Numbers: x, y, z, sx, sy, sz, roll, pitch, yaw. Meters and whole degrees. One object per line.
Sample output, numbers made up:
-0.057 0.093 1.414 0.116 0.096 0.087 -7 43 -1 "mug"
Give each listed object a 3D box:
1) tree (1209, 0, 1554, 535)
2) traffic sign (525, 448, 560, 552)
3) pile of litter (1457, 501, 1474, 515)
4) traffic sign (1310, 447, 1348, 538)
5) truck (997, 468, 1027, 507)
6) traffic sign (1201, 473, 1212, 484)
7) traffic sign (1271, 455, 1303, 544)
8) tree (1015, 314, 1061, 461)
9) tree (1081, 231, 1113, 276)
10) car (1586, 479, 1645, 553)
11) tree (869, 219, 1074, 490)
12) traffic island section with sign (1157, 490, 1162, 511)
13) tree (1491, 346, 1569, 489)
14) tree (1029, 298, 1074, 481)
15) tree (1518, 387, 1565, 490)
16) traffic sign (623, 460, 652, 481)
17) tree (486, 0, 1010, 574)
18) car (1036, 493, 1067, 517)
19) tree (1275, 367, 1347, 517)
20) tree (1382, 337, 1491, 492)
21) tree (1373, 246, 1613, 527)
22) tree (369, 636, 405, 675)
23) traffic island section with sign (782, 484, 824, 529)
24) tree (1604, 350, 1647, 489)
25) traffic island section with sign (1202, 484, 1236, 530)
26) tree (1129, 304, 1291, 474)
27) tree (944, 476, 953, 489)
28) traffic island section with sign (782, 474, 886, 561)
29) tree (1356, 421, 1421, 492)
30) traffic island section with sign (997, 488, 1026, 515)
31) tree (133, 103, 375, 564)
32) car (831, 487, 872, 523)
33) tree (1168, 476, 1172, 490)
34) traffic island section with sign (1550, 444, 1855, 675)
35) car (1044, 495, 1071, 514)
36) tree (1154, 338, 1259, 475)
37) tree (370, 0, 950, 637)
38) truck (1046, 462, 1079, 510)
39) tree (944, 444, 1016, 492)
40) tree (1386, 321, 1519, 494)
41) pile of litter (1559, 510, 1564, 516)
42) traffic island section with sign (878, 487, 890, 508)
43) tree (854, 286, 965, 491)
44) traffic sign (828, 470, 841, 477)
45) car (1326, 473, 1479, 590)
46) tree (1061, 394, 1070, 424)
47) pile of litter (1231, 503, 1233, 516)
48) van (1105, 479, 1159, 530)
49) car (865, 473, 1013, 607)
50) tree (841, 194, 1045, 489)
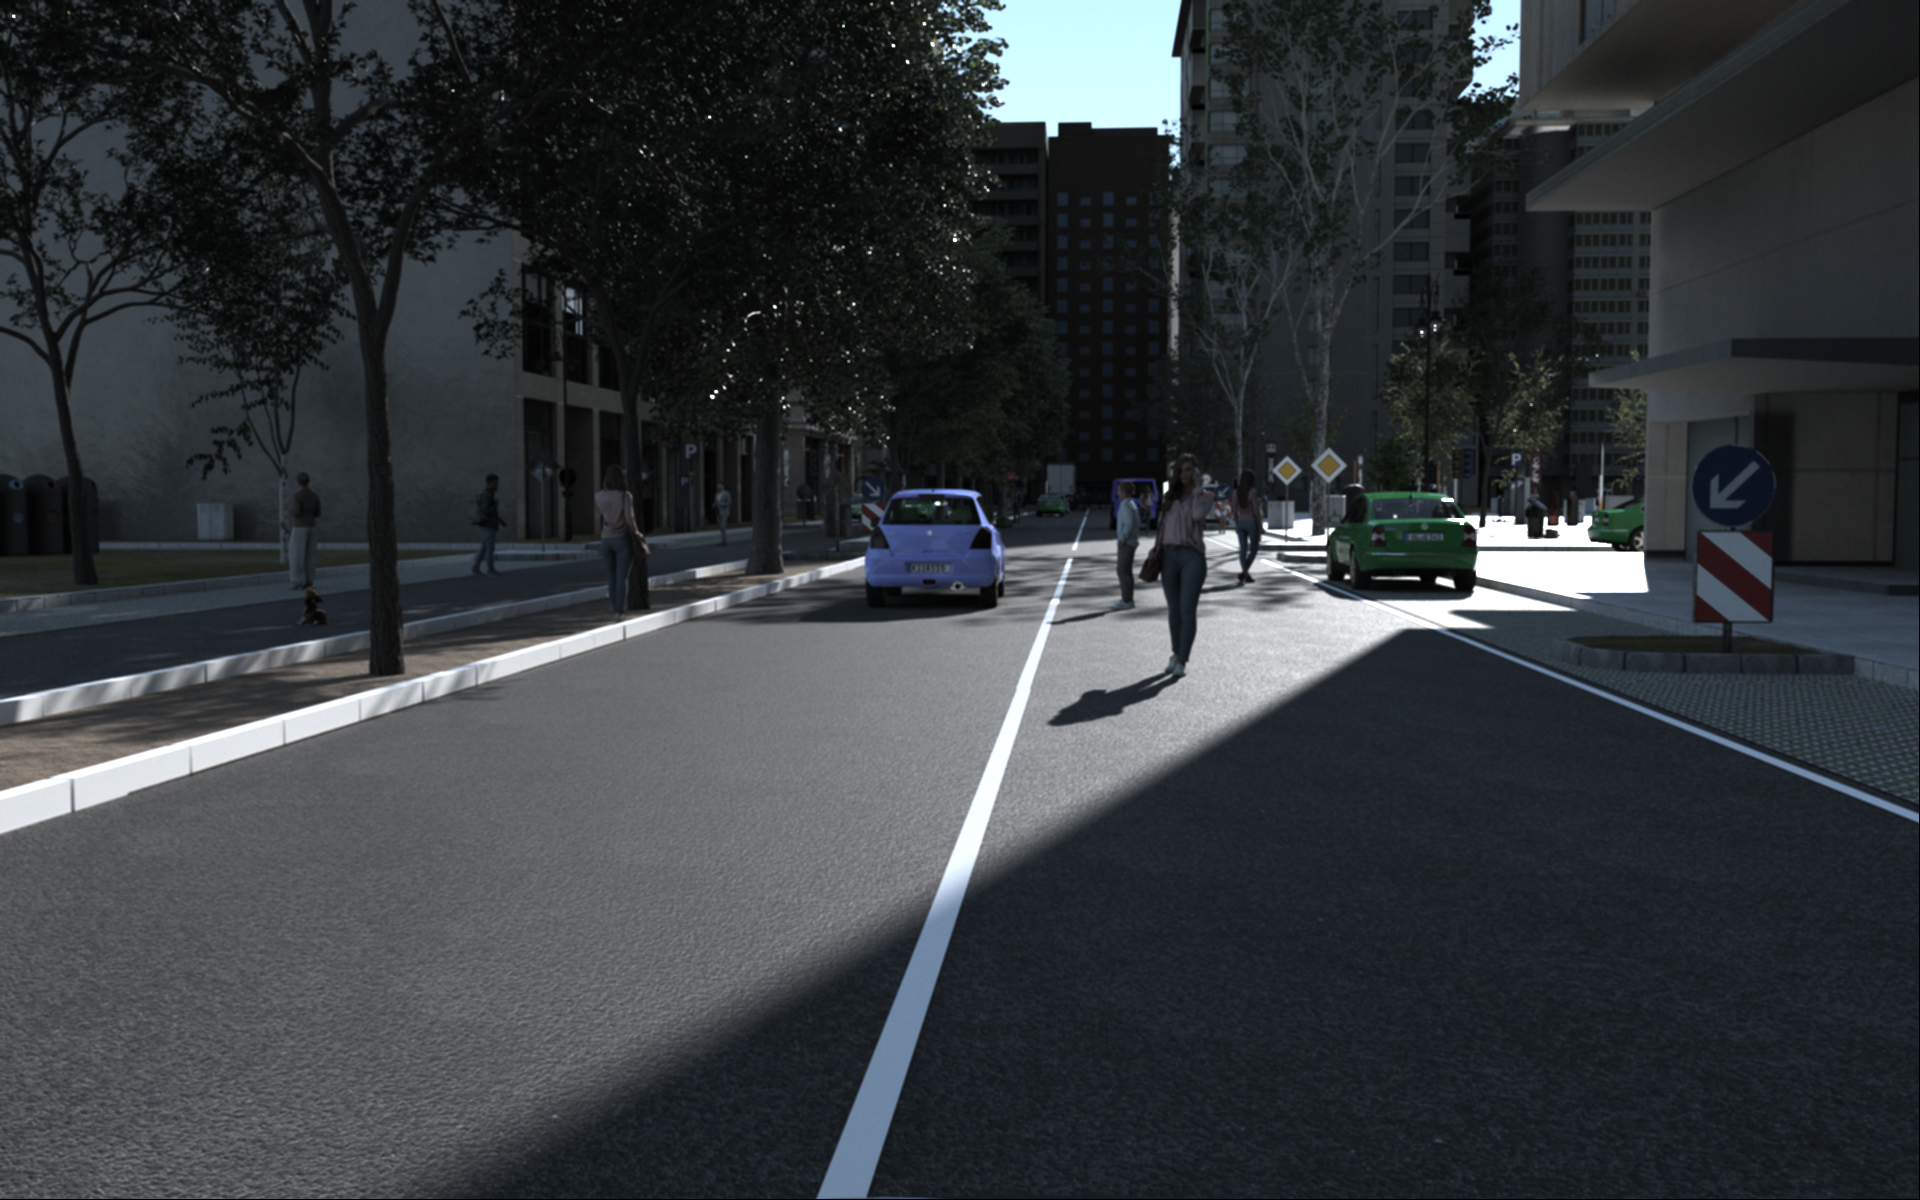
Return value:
12.012 -12.160 54.703 12.611 20.169 13.585 0 3 0 "tree"
-9.203 -2.114 38.211 0.795 2.450 0.064 0 4 4 "traffic sign"
30.708 -5.601 105.541 1.719 0.858 1.176 -2 4 -31 "pile of litter"
7.839 -2.033 36.879 0.795 2.450 0.064 0 4 4 "traffic sign"
5.740 -12.218 188.670 2.839 4.237 11.283 0 4 5 "truck"
14.733 -6.353 103.977 0.768 2.556 0.104 1 4 8 "traffic sign"
8.455 -2.520 44.840 0.795 2.450 0.064 0 4 4 "traffic sign"
-1.709 -6.846 48.802 8.767 10.594 7.601 0 4 4 "tree"
12.947 -14.218 88.356 12.611 20.169 13.585 0 3 0 "tree"
17.415 -1.977 41.126 4.718 1.807 1.959 0 4 6 "car"
-0.094 -9.323 71.897 9.611 12.733 9.660 0 3 0 "tree"
16.323 -8.425 146.369 1.989 1.847 2.006 0 4 4 "traffic island section with sign"
28.059 -8.283 85.796 4.360 8.622 3.978 0 3 0 "tree"
2.632 -12.168 108.053 9.857 13.997 8.962 0 3 0 "tree"
36.286 -9.780 110.257 4.737 8.622 4.395 0 3 0 "tree"
-8.587 -2.601 46.172 0.795 2.450 0.064 0 4 4 "traffic sign"
-3.506 -7.442 30.788 9.857 13.997 8.962 0 3 0 "tree"
5.859 -6.271 111.326 1.959 1.807 4.718 0 4 5 "car"
19.701 -8.982 97.216 4.737 8.622 4.395 0 3 0 "tree"
21.110 -7.847 78.654 4.360 8.622 3.978 0 3 0 "tree"
20.076 -8.054 66.093 8.767 10.594 7.601 0 4 4 "tree"
-4.488 -4.702 13.753 8.767 10.594 7.601 0 4 4 "tree"
-6.385 -3.799 70.741 1.989 1.847 2.006 0 4 4 "traffic island section with sign"
33.627 -8.208 84.569 4.360 8.622 3.978 0 3 0 "tree"
10.383 -3.719 69.441 1.989 1.847 2.006 0 4 4 "traffic island section with sign"
16.103 -12.366 112.558 12.009 13.543 11.850 0 3 0 "tree"
-1.322 -11.447 181.764 1.663 3.219 1.824 0 3 0 "tree"
-2.775 -1.827 38.013 2.006 1.907 1.989 0 4 4 "traffic island section with sign"
11.366 -3.143 45.988 1.663 3.219 1.824 0 3 0 "tree"
3.585 -6.861 120.314 2.006 1.907 1.989 0 4 4 "traffic island section with sign"
-12.647 -4.984 31.853 4.360 8.622 3.978 0 3 0 "tree"
-5.393 -4.759 86.613 1.959 1.807 4.718 0 4 6 "car"
19.637 -10.126 160.165 1.663 3.219 1.824 0 3 0 "tree"
6.144 -0.369 14.657 1.989 1.847 2.006 0 4 4 "traffic island section with sign"
7.067 -6.988 126.249 2.014 1.417 4.499 0 4 5 "car"
17.550 -12.610 124.297 7.486 12.596 7.792 0 3 0 "tree"
-3.917 -5.171 21.419 8.767 10.594 7.601 0 4 4 "tree"
9.356 -10.345 158.059 2.839 4.237 11.283 0 4 5 "truck"
1.412 -8.586 93.195 4.737 8.622 4.395 0 3 0 "tree"
20.248 -7.496 72.922 4.737 8.622 4.395 0 3 0 "tree"
35.668 -5.391 102.113 1.719 0.858 1.176 0 4 7 "pile of litter"
-4.291 -5.455 97.813 1.989 1.847 2.006 0 4 4 "traffic island section with sign"
-1.827 -6.273 55.391 4.360 8.622 3.978 0 3 0 "tree"
-6.691 -5.680 92.967 0.768 2.556 0.104 0 4 5 "traffic sign"
6.834 -1.117 27.060 1.959 1.807 4.718 0 4 4 "car"
1.368 -9.174 86.863 8.767 10.594 7.601 0 4 4 "tree"
16.252 -5.453 103.127 1.719 0.858 1.176 -3 5 -41 "pile of litter"
7.105 -4.080 71.087 2.240 2.365 5.245 0 4 4 "van"
-0.275 -0.835 23.239 1.945 1.707 3.694 0 4 3 "car"
-0.796 -8.729 63.298 7.486 12.596 7.792 0 3 0 "tree"
